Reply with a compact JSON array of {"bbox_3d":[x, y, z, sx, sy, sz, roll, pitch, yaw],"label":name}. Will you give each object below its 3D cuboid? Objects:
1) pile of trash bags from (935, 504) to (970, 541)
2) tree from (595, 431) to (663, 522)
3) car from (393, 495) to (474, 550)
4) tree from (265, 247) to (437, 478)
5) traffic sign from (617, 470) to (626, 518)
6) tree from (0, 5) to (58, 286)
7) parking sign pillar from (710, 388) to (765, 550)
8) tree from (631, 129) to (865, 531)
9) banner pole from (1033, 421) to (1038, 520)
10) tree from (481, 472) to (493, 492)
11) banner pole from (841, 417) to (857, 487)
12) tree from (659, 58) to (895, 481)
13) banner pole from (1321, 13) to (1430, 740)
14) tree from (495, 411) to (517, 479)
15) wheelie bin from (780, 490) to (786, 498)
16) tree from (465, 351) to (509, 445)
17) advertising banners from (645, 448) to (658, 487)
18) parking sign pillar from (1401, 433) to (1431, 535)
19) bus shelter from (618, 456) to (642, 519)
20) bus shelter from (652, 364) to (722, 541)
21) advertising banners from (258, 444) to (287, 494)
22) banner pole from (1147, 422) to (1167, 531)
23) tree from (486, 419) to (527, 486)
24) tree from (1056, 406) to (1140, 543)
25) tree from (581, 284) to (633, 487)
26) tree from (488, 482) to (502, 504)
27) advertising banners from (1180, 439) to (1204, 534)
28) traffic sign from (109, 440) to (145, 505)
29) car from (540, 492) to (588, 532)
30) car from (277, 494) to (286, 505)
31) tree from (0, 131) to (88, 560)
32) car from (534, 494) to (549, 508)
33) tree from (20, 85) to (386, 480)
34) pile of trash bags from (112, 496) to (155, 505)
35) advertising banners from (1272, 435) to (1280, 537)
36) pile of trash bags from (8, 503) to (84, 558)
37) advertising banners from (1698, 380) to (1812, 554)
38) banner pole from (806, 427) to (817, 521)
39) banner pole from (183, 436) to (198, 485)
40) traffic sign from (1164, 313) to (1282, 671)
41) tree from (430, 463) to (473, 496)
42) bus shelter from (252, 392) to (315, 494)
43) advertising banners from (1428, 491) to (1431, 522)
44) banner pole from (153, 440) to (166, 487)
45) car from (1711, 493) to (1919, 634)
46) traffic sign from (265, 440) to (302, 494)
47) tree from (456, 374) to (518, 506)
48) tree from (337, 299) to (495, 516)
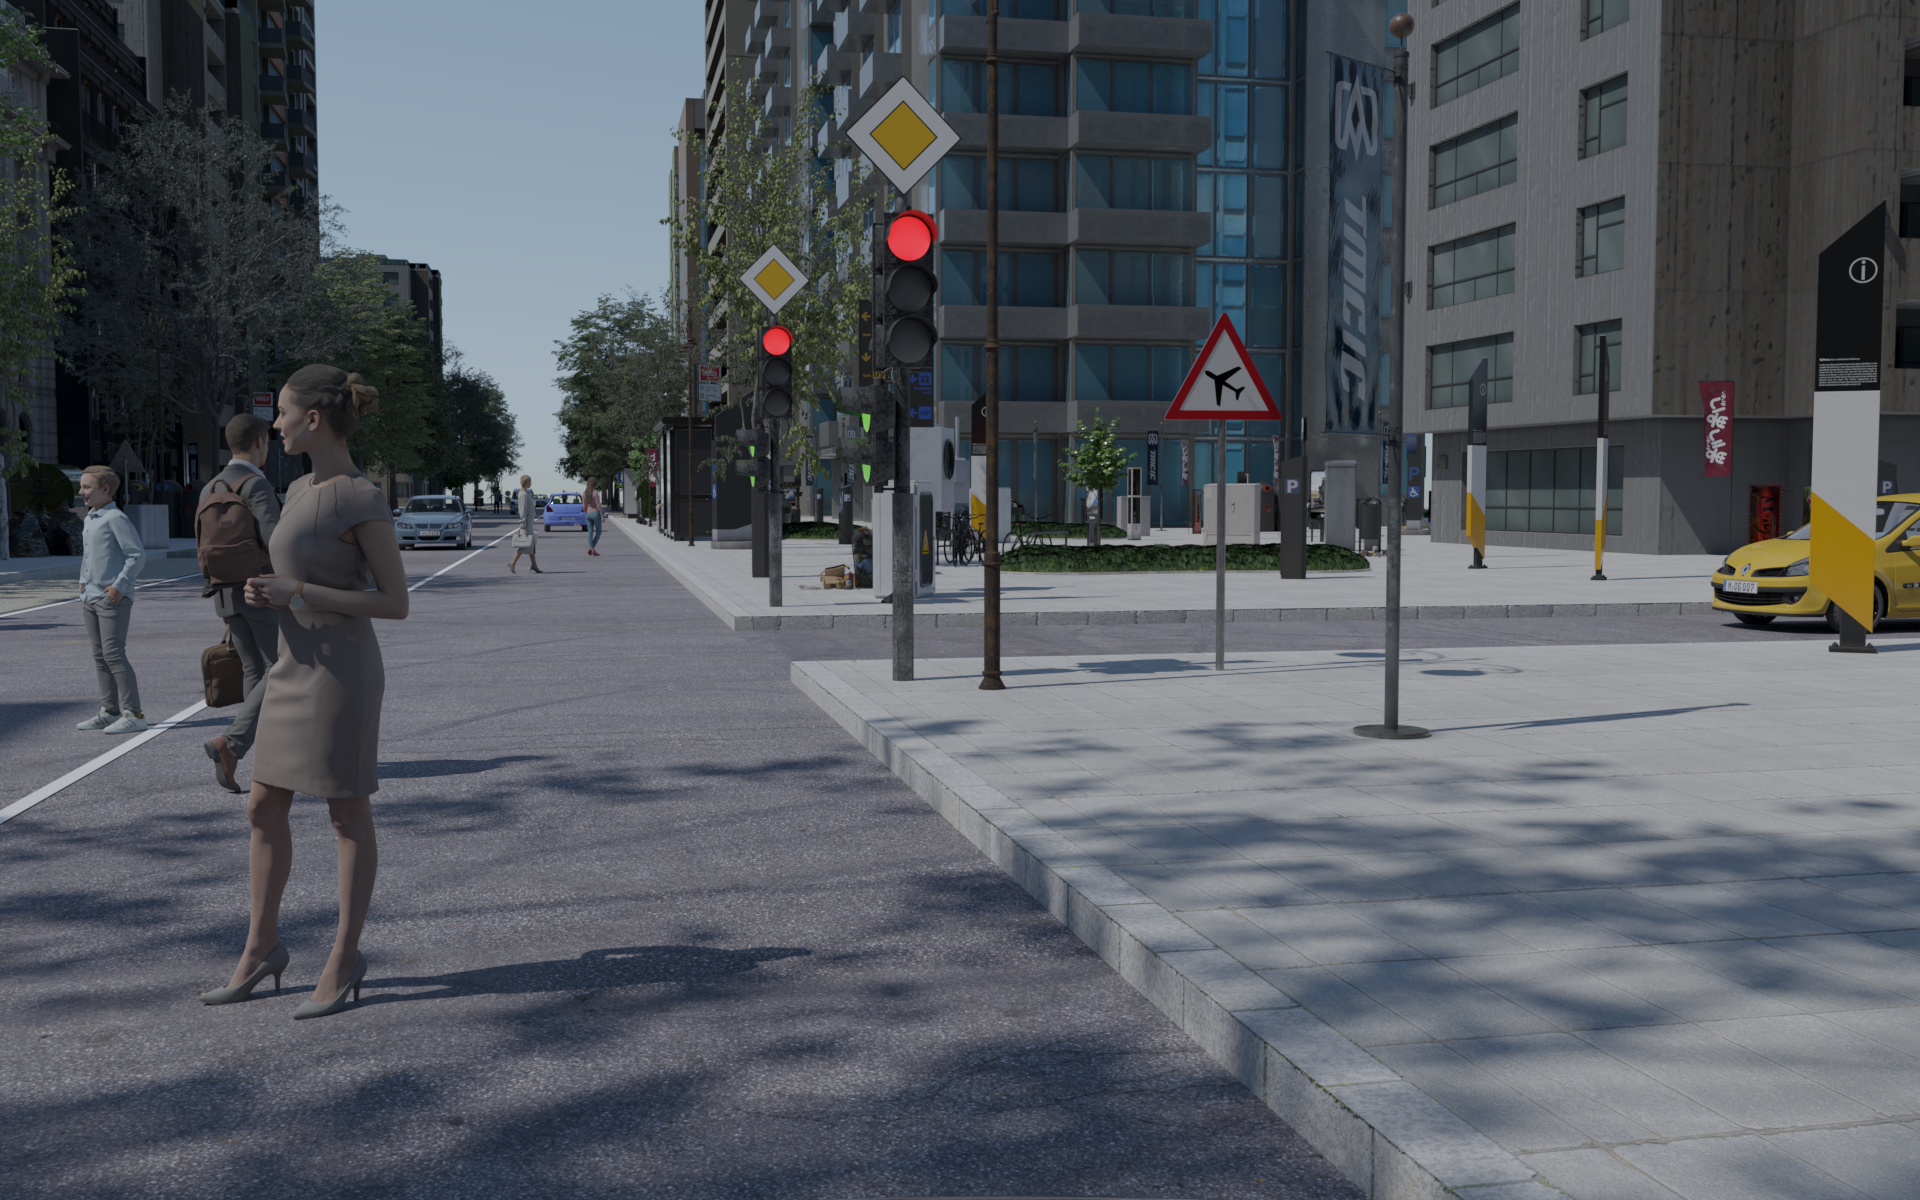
[{"bbox_3d":[0.210,-2.324,47.743,1.912,1.369,3.447,-1,4,-19],"label":"pile of trash bags"},{"bbox_3d":[-13.879,-5.903,80.227,4.285,4.588,4.351,0,3,0],"label":"tree"},{"bbox_3d":[-13.848,-2.060,45.688,2.014,1.417,4.499,-1,4,-13],"label":"car"},{"bbox_3d":[-28.356,-9.921,80.330,7.486,12.596,7.792,0,3,0],"label":"tree"},{"bbox_3d":[-17.688,-5.581,91.358,0.768,2.556,0.104,0,4,-3],"label":"traffic sign"},{"bbox_3d":[-16.413,-5.994,23.763,9.928,11.665,9.643,0,3,0],"label":"tree"},{"bbox_3d":[-5.139,-3.190,40.624,1.447,3.967,1.447,-2,4,-23],"label":"parking sign pillar"},{"bbox_3d":[-3.981,-5.224,35.774,4.360,8.622,3.978,0,3,0],"label":"tree"},{"bbox_3d":[2.562,-4.217,58.960,0.401,3.779,0.863,1,4,11],"label":"banner pole"},{"bbox_3d":[-58.900,-16.286,216.632,4.737,8.622,4.395,0,3,0],"label":"tree"},{"bbox_3d":[-3.622,-4.047,56.191,0.401,3.779,0.863,3,4,38],"label":"banner pole"},{"bbox_3d":[-3.048,-4.882,30.176,4.737,8.622,4.395,0,3,0],"label":"tree"},{"bbox_3d":[2.130,-1.159,8.971,0.863,3.779,0.401,-3,5,-42],"label":"banner pole"},{"bbox_3d":[-44.705,-14.576,155.322,9.611,12.733,9.660,0,3,0],"label":"tree"},{"bbox_3d":[-8.345,-4.397,79.803,0.693,1.594,0.980,-1,4,-11],"label":"wheelie bin"},{"bbox_3d":[-38.961,-13.404,129.524,12.009,13.543,11.850,0,3,0],"label":"tree"},{"bbox_3d":[-11.051,-4.274,66.063,2.074,3.025,0.090,1,4,17],"label":"advertising banners"},{"bbox_3d":[14.340,-4.035,54.451,1.447,3.967,1.447,1,4,20],"label":"parking sign pillar"},{"bbox_3d":[-16.179,-5.719,87.433,2.014,3.302,5.546,-1,4,-12],"label":"bus shelter"},{"bbox_3d":[-7.894,-4.492,51.074,2.179,5.291,8.768,-1,4,-12],"label":"bus shelter"},{"bbox_3d":[-25.613,-4.176,64.465,2.074,3.025,0.090,0,4,4],"label":"advertising banners"},{"bbox_3d":[6.824,-4.290,60.151,0.863,3.779,0.401,-2,4,-30],"label":"banner pole"},{"bbox_3d":[-63.851,-19.181,239.364,9.928,11.665,9.643,0,3,0],"label":"tree"},{"bbox_3d":[3.045,-2.668,38.224,1.663,3.219,1.824,0,3,0],"label":"tree"},{"bbox_3d":[-10.576,-6.654,59.159,4.360,8.622,3.978,0,3,0],"label":"tree"},{"bbox_3d":[-61.345,-14.312,228.603,1.663,3.219,1.824,0,3,0],"label":"tree"},{"bbox_3d":[7.655,-3.643,55.748,0.090,3.025,2.074,3,5,42],"label":"advertising banners"},{"bbox_3d":[-20.010,-2.542,41.562,0.884,2.594,0.081,0,4,-7],"label":"traffic sign"},{"bbox_3d":[-15.193,-3.499,66.803,1.945,1.707,3.694,-1,4,-14],"label":"car"},{"bbox_3d":[-10.533,-0.947,27.279,2.131,1.459,4.920,-1,4,-12],"label":"car"},{"bbox_3d":[-18.652,-5.065,33.167,4.737,8.622,4.395,0,3,0],"label":"tree"},{"bbox_3d":[-40.020,-9.507,165.225,2.009,1.686,4.222,-1,4,-14],"label":"car"},{"bbox_3d":[-22.669,-8.686,52.392,12.009,13.543,11.850,0,3,0],"label":"tree"},{"bbox_3d":[-21.611,-2.118,44.387,1.912,1.369,3.447,-1,4,-15],"label":"pile of trash bags"},{"bbox_3d":[9.779,-3.408,51.901,0.090,3.025,2.074,2,4,35],"label":"advertising banners"},{"bbox_3d":[-19.807,-1.631,36.412,3.447,1.369,1.912,3,5,40],"label":"pile of trash bags"},{"bbox_3d":[12.419,-1.861,26.622,2.074,3.025,0.090,1,4,15],"label":"advertising banners"},{"bbox_3d":[-5.526,-4.572,64.761,0.401,3.779,0.863,2,4,33],"label":"banner pole"},{"bbox_3d":[-33.024,-5.158,74.347,0.863,3.779,0.401,1,4,16],"label":"banner pole"},{"bbox_3d":[1.889,-0.765,12.517,0.884,2.594,0.081,-1,4,-11],"label":"traffic sign"},{"bbox_3d":[-42.737,-9.895,145.494,4.285,4.588,4.351,0,3,0],"label":"tree"},{"bbox_3d":[-27.179,-5.694,70.721,2.179,5.291,8.768,-1,4,-12],"label":"bus shelter"},{"bbox_3d":[21.797,-5.097,79.516,2.074,3.025,0.090,1,4,21],"label":"advertising banners"},{"bbox_3d":[-33.656,-5.064,72.808,0.863,3.779,0.401,1,4,22],"label":"banner pole"},{"bbox_3d":[10.129,-0.517,18.685,3.980,1.641,2.015,-1,4,-14],"label":"car"},{"bbox_3d":[-25.925,-4.361,65.169,2.265,3.308,0.079,0,4,-6],"label":"traffic sign"},{"bbox_3d":[-51.480,-16.955,183.873,9.857,13.997,8.962,0,3,0],"label":"tree"},{"bbox_3d":[-33.566,-11.311,101.944,9.611,12.733,9.660,0,3,0],"label":"tree"}]
